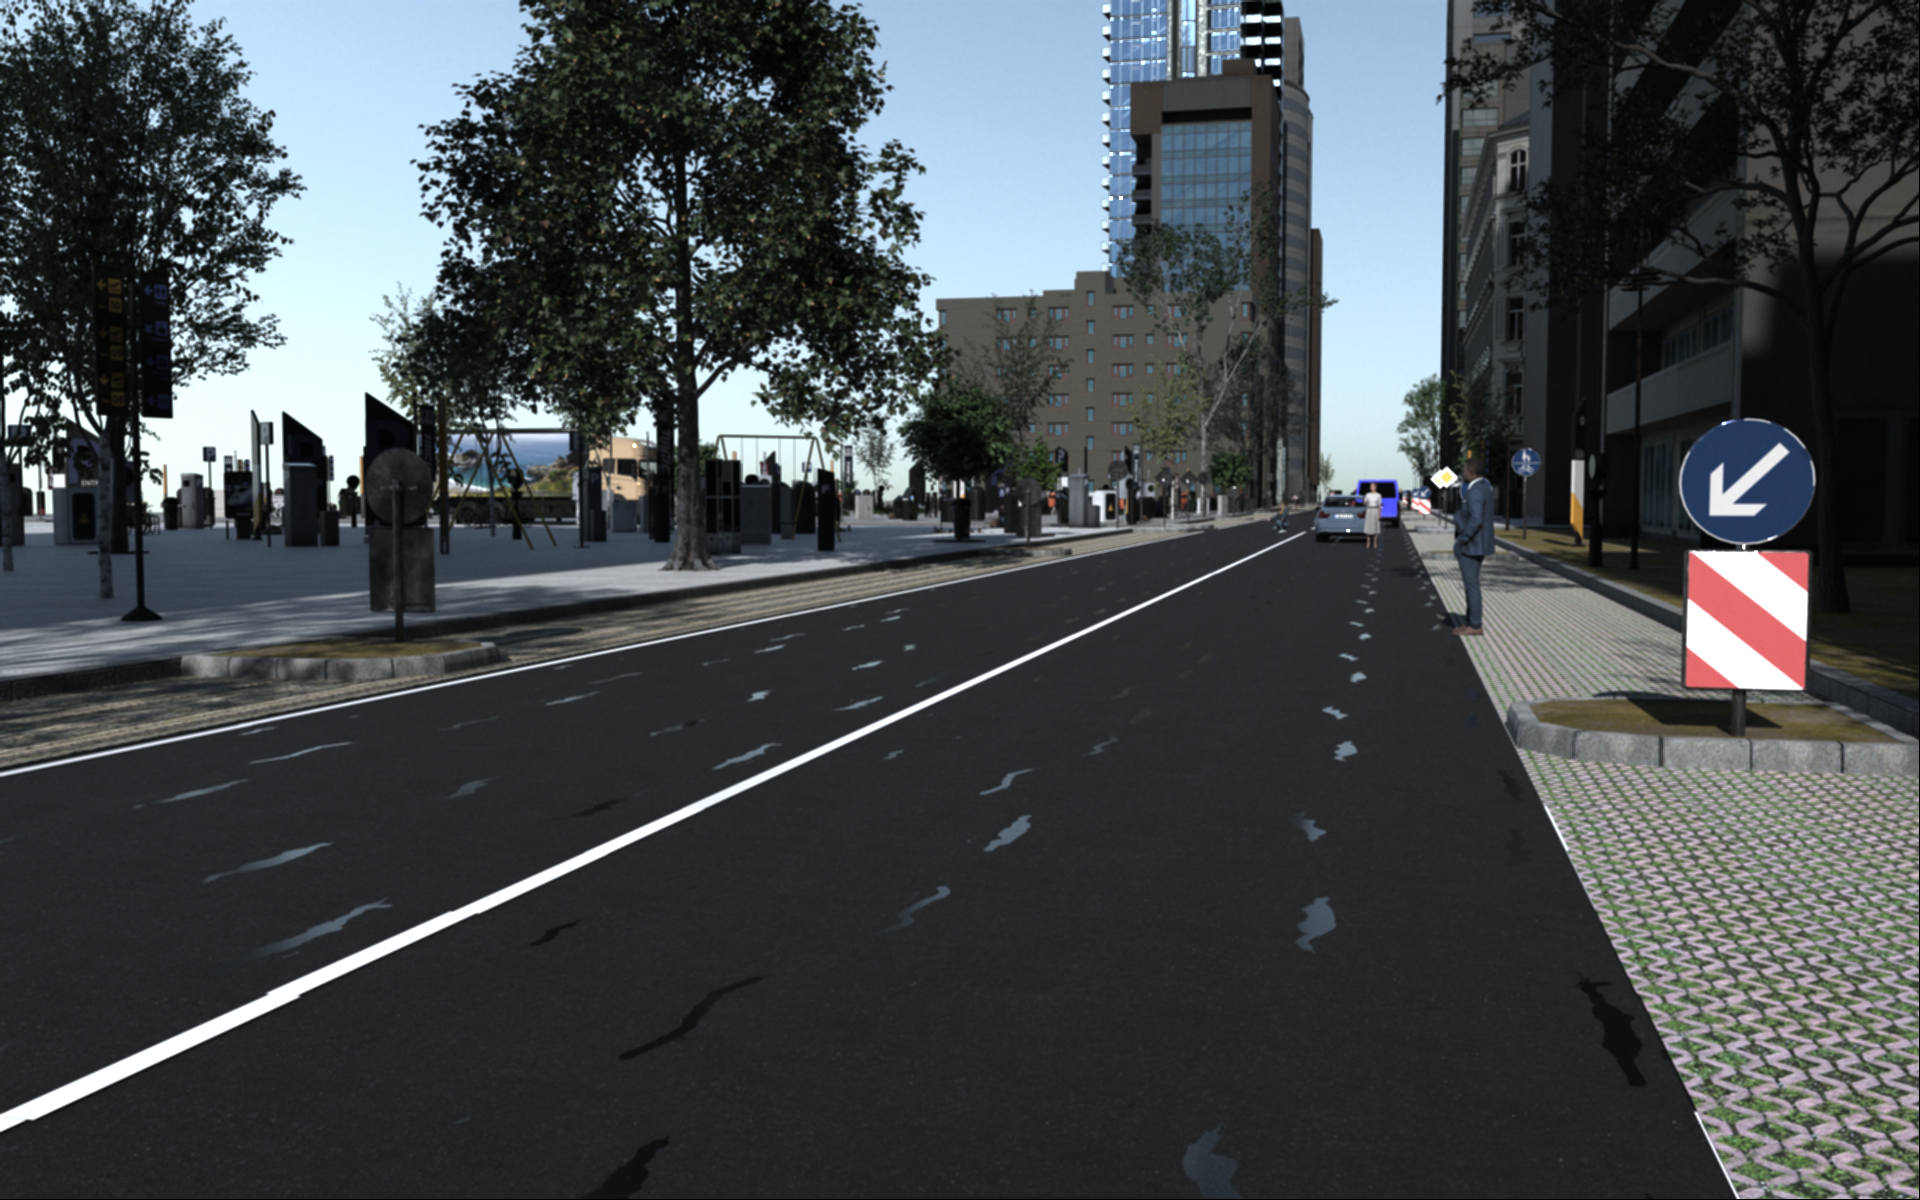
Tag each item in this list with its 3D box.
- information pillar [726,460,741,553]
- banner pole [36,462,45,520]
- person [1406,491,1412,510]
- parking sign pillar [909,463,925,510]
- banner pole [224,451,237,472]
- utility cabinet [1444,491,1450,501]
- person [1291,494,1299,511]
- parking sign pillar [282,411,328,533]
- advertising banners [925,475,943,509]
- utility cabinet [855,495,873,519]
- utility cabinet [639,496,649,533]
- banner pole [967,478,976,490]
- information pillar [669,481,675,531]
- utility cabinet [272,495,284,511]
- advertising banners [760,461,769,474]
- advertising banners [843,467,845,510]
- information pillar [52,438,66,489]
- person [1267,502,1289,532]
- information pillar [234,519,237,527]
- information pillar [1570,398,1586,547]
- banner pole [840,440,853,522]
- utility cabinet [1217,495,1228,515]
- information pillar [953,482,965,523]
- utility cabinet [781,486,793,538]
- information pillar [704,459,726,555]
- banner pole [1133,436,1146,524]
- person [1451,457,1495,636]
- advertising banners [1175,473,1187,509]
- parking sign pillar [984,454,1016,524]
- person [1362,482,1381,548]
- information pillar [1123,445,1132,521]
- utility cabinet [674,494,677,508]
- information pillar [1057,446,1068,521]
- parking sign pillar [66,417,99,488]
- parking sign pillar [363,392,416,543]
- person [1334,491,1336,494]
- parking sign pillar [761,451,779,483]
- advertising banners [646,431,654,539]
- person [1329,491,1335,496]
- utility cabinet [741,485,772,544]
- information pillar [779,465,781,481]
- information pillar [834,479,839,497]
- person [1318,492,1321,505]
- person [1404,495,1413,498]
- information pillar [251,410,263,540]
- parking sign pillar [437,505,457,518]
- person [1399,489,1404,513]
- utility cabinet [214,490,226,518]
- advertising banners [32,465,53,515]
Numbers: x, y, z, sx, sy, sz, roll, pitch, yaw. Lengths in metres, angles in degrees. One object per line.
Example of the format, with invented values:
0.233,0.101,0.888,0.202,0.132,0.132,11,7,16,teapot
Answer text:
-4.954,-2.020,37.521,0.304,2.012,0.304,2,4,28,information pillar
-45.837,-5.892,86.346,0.401,3.779,0.863,-1,4,-18,banner pole
40.670,-9.014,156.603,0.721,1.735,1.217,3,5,41,person
-3.212,-8.671,130.241,1.447,3.967,1.447,3,5,41,parking sign pillar
-42.015,-6.724,99.953,0.863,3.779,0.401,-2,4,-35,banner pole
33.089,-6.603,116.636,1.173,1.500,0.318,-2,4,-35,utility cabinet
28.935,-8.438,149.657,0.628,1.438,0.799,3,5,43,person
-21.511,-4.186,56.909,1.447,3.967,1.447,3,5,44,parking sign pillar
-2.114,-9.059,144.303,2.074,3.025,0.090,-3,5,-43,advertising banners
-4.899,-4.745,88.748,1.020,1.237,0.306,-3,5,-44,utility cabinet
-10.453,-2.843,57.637,0.306,1.237,1.020,-1,4,-18,utility cabinet
0.787,-8.356,126.640,0.863,3.779,0.401,0,4,7,banner pole
-10.247,-3.453,60.944,0.304,2.012,0.304,1,4,19,information pillar
-39.123,-5.425,99.856,1.020,1.237,0.306,-1,4,-21,utility cabinet
-9.827,-5.934,93.215,2.074,3.025,0.090,-2,4,-31,advertising banners
-7.611,-7.192,113.769,0.090,3.025,2.074,0,4,-6,advertising banners
-36.906,-4.872,71.006,0.504,3.616,0.183,0,4,-5,information pillar
11.971,-3.099,64.660,0.738,1.151,1.012,-1,4,-11,person
-27.787,-3.806,66.725,0.304,2.012,0.304,-1,4,-9,information pillar
15.055,-3.109,42.181,0.504,3.616,0.183,-3,5,-42,information pillar
-5.196,-5.427,78.752,0.863,3.779,0.401,3,4,36,banner pole
16.014,-5.770,105.496,0.306,1.237,1.020,2,4,31,utility cabinet
-0.053,-5.155,75.631,0.504,3.616,0.183,0,4,-7,information pillar
-5.008,-2.536,50.140,0.318,1.500,1.173,0,4,-4,utility cabinet
-5.207,-1.964,36.606,0.304,2.012,0.304,1,4,10,information pillar
7.668,-5.166,74.476,0.401,3.779,0.863,-2,4,-31,banner pole
5.186,-0.539,17.494,0.419,1.800,0.721,1,4,19,person
18.908,-9.241,147.272,2.074,3.025,0.090,-3,5,-43,advertising banners
1.770,-5.340,75.776,1.447,3.967,1.447,-2,4,-24,parking sign pillar
10.900,-2.250,45.865,0.480,1.755,0.524,1,4,17,person
8.084,-5.626,83.332,0.183,3.616,0.504,-2,4,-32,information pillar
-20.559,-7.247,127.162,0.318,1.500,1.173,2,4,31,utility cabinet
4.962,-5.644,83.628,0.504,3.616,0.183,0,4,7,information pillar
-30.679,-4.430,60.907,1.447,3.967,1.447,-1,4,-20,parking sign pillar
-15.029,-3.502,45.734,1.447,3.967,1.447,0,4,-4,parking sign pillar
49.378,-13.462,228.545,1.348,1.831,0.705,3,5,40,person
-11.999,-7.385,109.218,1.447,3.967,1.447,3,5,44,parking sign pillar
-8.829,-3.257,49.434,0.090,3.025,2.074,0,4,-4,advertising banners
32.468,-8.652,150.890,0.756,1.711,0.436,-1,4,-13,person
-5.377,-2.151,43.844,1.173,1.500,0.318,0,4,-2,utility cabinet
-14.668,-9.085,139.894,0.504,3.616,0.183,1,4,20,information pillar
-6.093,-4.879,84.267,0.304,2.012,0.304,1,4,19,information pillar
43.918,-12.358,211.472,0.530,1.710,0.541,3,4,38,person
52.897,-11.980,204.389,1.348,1.823,0.705,3,5,41,person
-19.534,-3.470,48.090,0.183,3.616,0.504,-3,5,-41,information pillar
-27.505,-6.418,93.402,1.447,3.967,1.447,1,4,13,parking sign pillar
30.800,-6.868,121.024,0.641,1.798,0.478,-1,4,-22,person
-43.076,-5.679,101.527,1.173,1.500,0.318,-2,4,-31,utility cabinet
-55.659,-6.642,104.791,0.090,3.025,2.074,2,4,31,advertising banners
